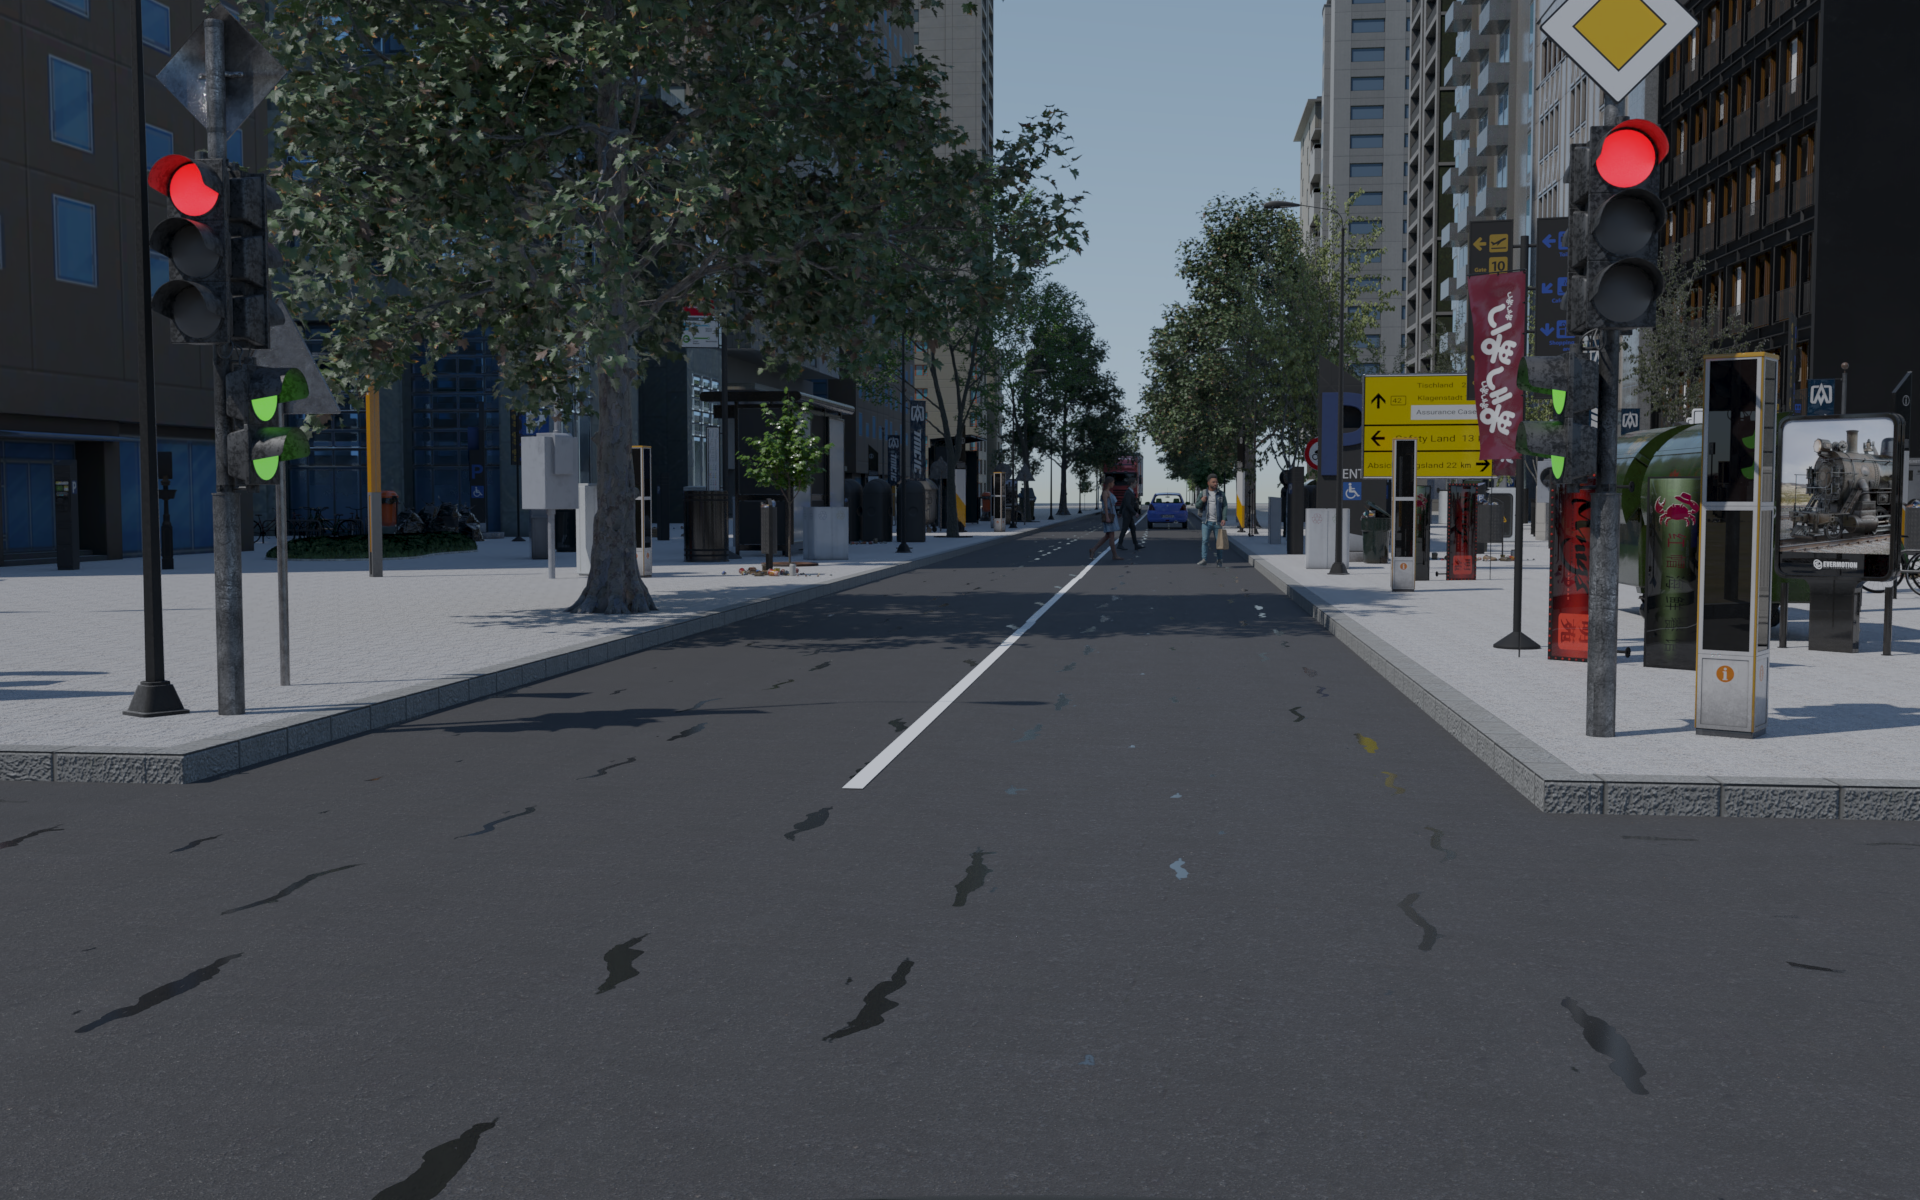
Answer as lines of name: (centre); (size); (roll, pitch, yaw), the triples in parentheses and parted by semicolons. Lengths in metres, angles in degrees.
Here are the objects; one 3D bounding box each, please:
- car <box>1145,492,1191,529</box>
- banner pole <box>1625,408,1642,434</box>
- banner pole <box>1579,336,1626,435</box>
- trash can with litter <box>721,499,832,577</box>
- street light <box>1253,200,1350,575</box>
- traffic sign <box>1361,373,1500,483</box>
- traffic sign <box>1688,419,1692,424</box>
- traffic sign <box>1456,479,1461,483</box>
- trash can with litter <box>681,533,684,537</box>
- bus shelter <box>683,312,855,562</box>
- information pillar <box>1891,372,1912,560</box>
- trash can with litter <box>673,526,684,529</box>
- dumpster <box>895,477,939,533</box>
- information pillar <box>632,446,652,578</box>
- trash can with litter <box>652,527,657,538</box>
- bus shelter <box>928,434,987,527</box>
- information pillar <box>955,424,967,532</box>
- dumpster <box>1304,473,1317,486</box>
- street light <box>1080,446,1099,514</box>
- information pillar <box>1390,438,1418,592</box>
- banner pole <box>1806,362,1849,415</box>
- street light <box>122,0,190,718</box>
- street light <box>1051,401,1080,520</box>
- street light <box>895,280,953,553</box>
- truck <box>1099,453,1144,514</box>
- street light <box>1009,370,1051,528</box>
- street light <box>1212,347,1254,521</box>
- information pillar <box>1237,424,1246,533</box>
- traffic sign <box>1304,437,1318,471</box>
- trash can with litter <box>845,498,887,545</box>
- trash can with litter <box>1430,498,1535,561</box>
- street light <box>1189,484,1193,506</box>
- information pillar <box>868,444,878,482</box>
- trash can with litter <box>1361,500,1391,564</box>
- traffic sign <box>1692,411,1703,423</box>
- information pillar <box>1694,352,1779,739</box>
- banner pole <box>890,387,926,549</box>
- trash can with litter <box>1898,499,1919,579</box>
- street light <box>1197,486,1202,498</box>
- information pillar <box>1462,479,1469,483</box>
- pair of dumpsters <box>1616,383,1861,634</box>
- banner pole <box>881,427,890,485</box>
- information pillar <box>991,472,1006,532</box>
car: (8.782, -3.896, 73.289); (1.945, 1.707, 3.694); (0, 4, 7)
banner pole: (17.021, -3.331, 44.482); (0.863, 3.779, 0.401); (0, 4, 8)
banner pole: (9.002, -2.128, 24.814); (0.401, 3.779, 0.863); (-1, 4, -20)
trash can with litter: (-2.996, -1.022, 27.771); (1.678, 1.210, 2.233); (-1, 4, -12)
street light: (5.500, -3.362, 27.515); (1.470, 5.913, 1.316); (0, 4, 7)
traffic sign: (7.929, -2.162, 29.227); (2.265, 3.308, 0.079); (1, 4, 12)
traffic sign: (10.030, -1.290, 23.218); (0.606, 2.300, 0.079); (1, 4, 14)
traffic sign: (8.700, -1.841, 30.214); (0.768, 2.556, 0.104); (1, 4, 14)
trash can with litter: (-7.485, -2.357, 49.916); (1.055, 1.170, 0.624); (-3, 5, -42)
bus shelter: (-4.093, -3.610, 36.651); (2.179, 5.291, 8.768); (0, 4, 7)
information pillar: (18.000, -2.558, 33.183); (0.504, 3.616, 0.183); (-2, 4, -28)
trash can with litter: (-9.735, -3.227, 63.818); (1.678, 1.210, 2.233); (0, 4, -6)
dumpster: (-1.447, -3.175, 57.672); (1.264, 1.857, 1.865); (0, 4, 7)
information pillar: (-4.930, -1.350, 26.569); (0.304, 2.012, 0.304); (1, 4, 15)
trash can with litter: (-9.373, -2.433, 51.166); (1.055, 1.170, 0.624); (-3, 4, -36)
bus shelter: (-0.053, -4.889, 71.225); (1.731, 3.624, 6.357); (0, 4, 7)
information pillar: (0.014, -4.079, 58.047); (0.183, 3.616, 0.504); (3, 5, 40)
dumpster: (17.085, -4.915, 82.855); (1.502, 2.255, 1.985); (0, 4, 7)
street light: (8.450, -8.654, 114.030); (1.470, 5.913, 1.316); (0, 4, 7)
information pillar: (5.825, -1.116, 22.738); (0.304, 2.012, 0.304); (1, 4, 11)
banner pole: (16.608, -2.636, 33.114); (0.863, 3.779, 0.401); (1, 4, 20)
street light: (-4.154, -2.282, 9.854); (1.470, 5.913, 1.316); (0, 4, 7)
street light: (5.098, -6.968, 86.474); (1.470, 5.913, 1.316); (0, 4, 7)
street light: (-0.696, -3.981, 37.630); (1.470, 5.913, 1.316); (0, 4, 7)
truck: (11.315, -8.024, 120.100); (2.839, 4.237, 11.283); (0, 4, 8)
street light: (2.529, -5.641, 64.768); (1.470, 5.913, 1.316); (0, 4, 7)
street light: (8.810, -5.040, 54.948); (1.470, 5.913, 1.316); (0, 4, 7)
information pillar: (9.387, -4.067, 57.852); (0.183, 3.616, 0.504); (-1, 4, -14)
traffic sign: (7.972, -2.330, 38.208); (0.768, 2.556, 0.104); (1, 4, 13)
trash can with litter: (-2.665, -2.032, 44.281); (2.233, 1.210, 1.678); (-3, 4, -37)
trash can with litter: (9.887, -1.377, 33.569); (2.233, 1.210, 1.678); (2, 4, 29)
street light: (14.659, -8.047, 104.103); (1.470, 5.913, 1.316); (0, 4, 7)
information pillar: (-4.081, -5.498, 81.247); (0.504, 3.616, 0.183); (0, 4, -7)
trash can with litter: (7.927, -1.259, 31.968); (1.055, 1.170, 0.624); (1, 4, 14)
traffic sign: (9.083, -1.141, 20.793); (0.606, 2.300, 0.079); (1, 4, 15)
information pillar: (4.118, -0.287, 9.191); (0.304, 2.012, 0.304); (3, 4, 38)
banner pole: (-1.118, -3.095, 40.620); (0.863, 3.779, 0.401); (-3, 4, -37)
trash can with litter: (14.798, -0.976, 27.010); (1.678, 1.210, 2.233); (0, 4, 1)
street light: (12.099, -6.738, 82.712); (1.470, 5.913, 1.316); (0, 4, 7)
information pillar: (23.864, -4.729, 81.813); (0.304, 2.012, 0.304); (2, 4, 24)
pair of dumpsters: (7.387, -0.888, 17.012); (1.574, 2.255, 4.437); (0, 4, 7)
banner pole: (-2.618, -4.546, 64.338); (0.863, 3.779, 0.401); (0, 4, 4)
information pillar: (1.343, -3.308, 58.578); (0.304, 2.012, 0.304); (2, 4, 31)
